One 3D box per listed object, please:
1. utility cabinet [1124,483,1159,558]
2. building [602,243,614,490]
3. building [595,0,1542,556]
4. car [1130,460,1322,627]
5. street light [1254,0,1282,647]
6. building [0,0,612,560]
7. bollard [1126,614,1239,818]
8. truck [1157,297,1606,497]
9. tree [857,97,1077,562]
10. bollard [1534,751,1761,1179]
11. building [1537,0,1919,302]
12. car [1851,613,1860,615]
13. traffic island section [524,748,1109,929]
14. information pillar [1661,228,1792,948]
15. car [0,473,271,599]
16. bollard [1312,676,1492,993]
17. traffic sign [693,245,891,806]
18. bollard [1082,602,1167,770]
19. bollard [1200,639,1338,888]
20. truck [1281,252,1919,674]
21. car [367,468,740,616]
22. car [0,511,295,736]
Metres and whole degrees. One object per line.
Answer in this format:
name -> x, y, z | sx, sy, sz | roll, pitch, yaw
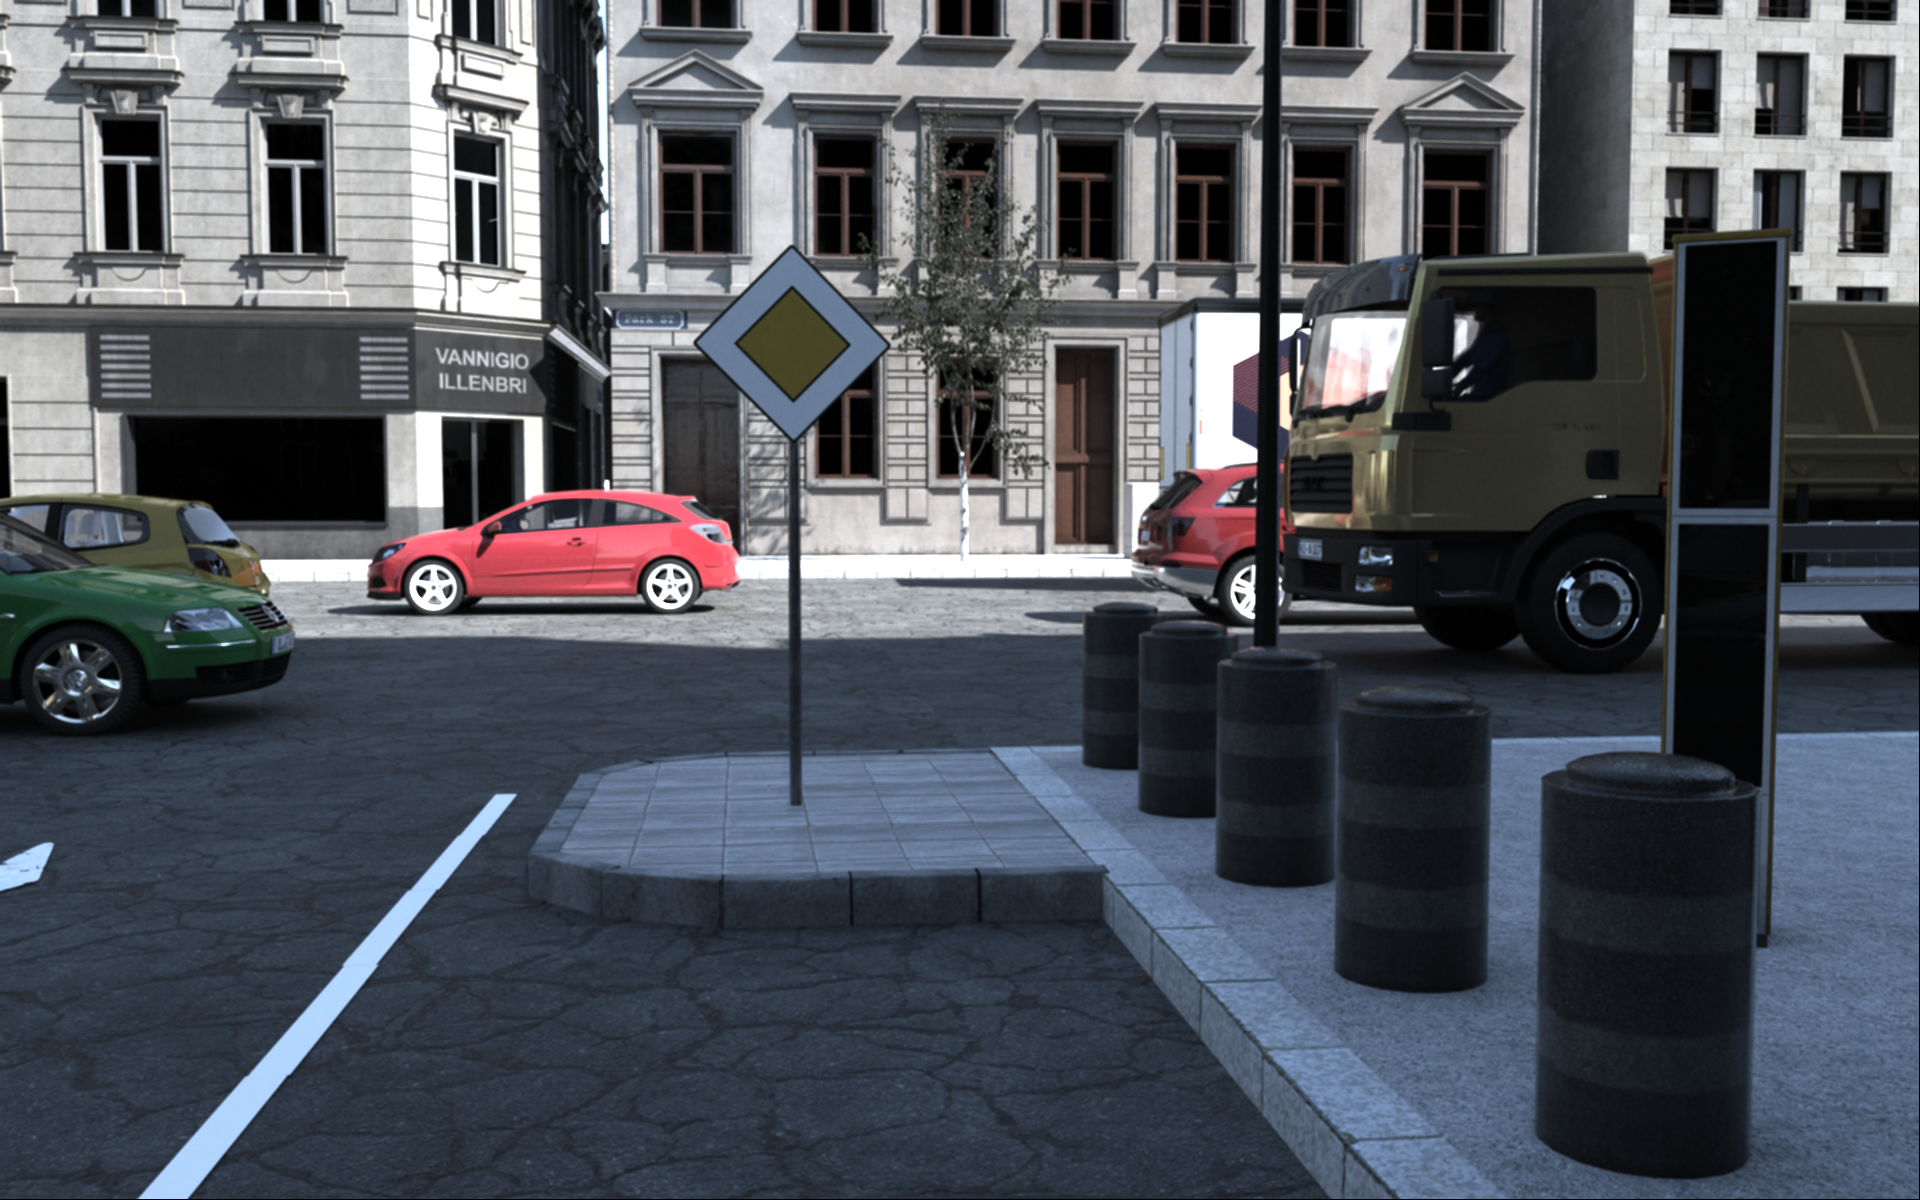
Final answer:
utility cabinet -> 3.816, -1.566, 34.289 | 1.173, 1.500, 0.318 | -2, 4, -30
building -> -34.085, -26.111, 198.619 | 14.107, 30.474, 14.160 | 0, 4, -7
building -> 2.074, -12.519, 40.848 | 21.152, 22.565, 11.583 | 0, 4, -7
car -> 4.606, -0.672, 19.660 | 5.304, 1.827, 2.281 | 0, 4, -5
street light -> 0.762, -2.117, 7.150 | 1.470, 5.913, 1.316 | 0, 4, -7
building -> -30.537, -16.028, 38.472 | 44.131, 29.872, 17.030 | 0, 4, -7
bollard -> 0.926, 0.470, 7.025 | 0.404, 0.777, 0.398 | 0, 3, 0
truck -> 8.785, -2.293, 26.398 | 11.283, 4.237, 2.839 | 0, 4, -5
tree -> 0.095, -5.018, 32.411 | 4.360, 8.622, 3.978 | 0, 3, 0
bollard -> 1.350, 0.691, 3.417 | 0.404, 0.777, 0.398 | 0, 3, 0
building -> 22.058, -11.512, 42.968 | 16.860, 20.320, 10.420 | 0, 4, -7
car -> 12.119, -0.560, 21.520 | 4.827, 1.381, 2.083 | 0, 4, -7
traffic island section -> -0.658, 0.924, 7.171 | 2.009, 0.180, 2.903 | 0, 4, -7
information pillar -> 2.212, -0.032, 5.020 | 0.304, 2.012, 0.304 | 2, 4, 25
car -> -8.297, -0.315, 15.370 | 3.980, 1.641, 2.015 | 0, 4, -8
bollard -> 1.207, 0.617, 4.624 | 0.404, 0.777, 0.398 | 0, 3, 0
traffic sign -> -0.681, -0.211, 7.091 | 0.795, 2.450, 0.064 | 0, 4, -7
bollard -> 0.783, 0.397, 8.224 | 0.404, 0.777, 0.398 | 0, 3, 0
bollard -> 1.063, 0.544, 5.820 | 0.404, 0.777, 0.398 | 0, 3, 0
truck -> 6.980, -1.175, 15.140 | 9.791, 3.379, 3.469 | 0, 4, -8
car -> -4.969, -0.748, 21.267 | 4.494, 1.783, 2.155 | 0, 4, -5
car -> -6.677, -0.124, 10.824 | 4.718, 1.807, 1.959 | 0, 4, -8
